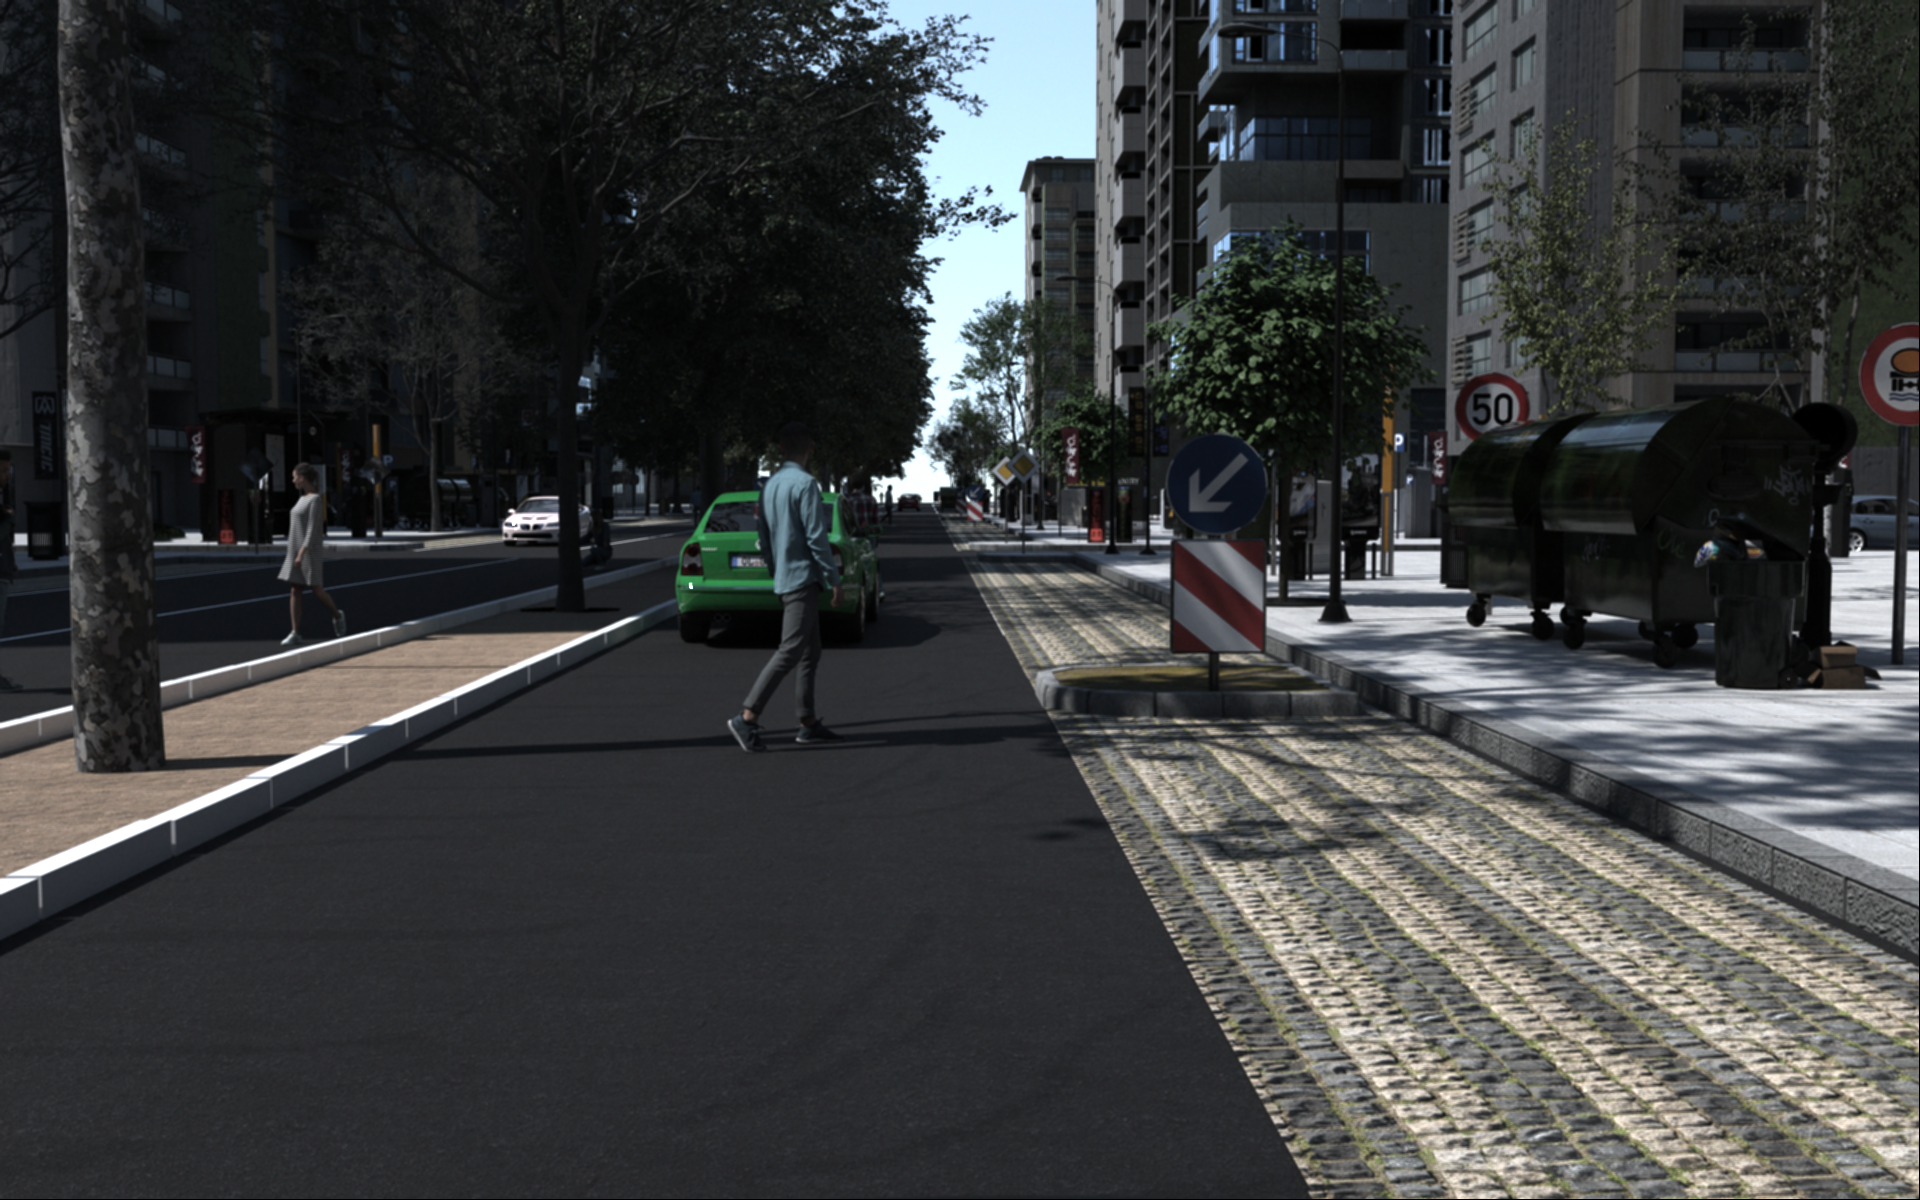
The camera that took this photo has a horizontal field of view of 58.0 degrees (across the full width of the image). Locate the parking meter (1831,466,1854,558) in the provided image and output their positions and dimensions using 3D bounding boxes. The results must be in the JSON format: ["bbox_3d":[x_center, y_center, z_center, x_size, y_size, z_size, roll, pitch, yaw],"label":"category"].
[{"bbox_3d":[17.726,-1.785,34.903,0.255,1.863,0.399,-2,4,-31],"label":"parking meter"}]

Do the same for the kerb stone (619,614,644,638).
[{"bbox_3d":[-3.377,0.281,17.602,0.120,0.150,1.000,0,4,-1],"label":"kerb stone"}]

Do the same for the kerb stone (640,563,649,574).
[{"bbox_3d":[-5.740,-0.534,30.923,0.120,0.150,1.000,0,4,-1],"label":"kerb stone"}]

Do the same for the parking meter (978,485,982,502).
[{"bbox_3d":[1.358,-6.742,115.946,0.255,1.863,0.399,0,4,5],"label":"parking meter"}]

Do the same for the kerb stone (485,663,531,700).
[{"bbox_3d":[-3.284,0.595,12.476,0.120,0.150,1.000,0,4,-1],"label":"kerb stone"}]

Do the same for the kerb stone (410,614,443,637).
[{"bbox_3d":[-5.484,0.282,17.599,0.120,0.150,1.000,0,4,-1],"label":"kerb stone"}]

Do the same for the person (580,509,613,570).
[{"bbox_3d":[-6.832,-1.137,32.587,0.738,1.151,1.012,-3,5,-45],"label":"person"}]

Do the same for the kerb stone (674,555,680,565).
[{"bbox_3d":[-5.814,-0.785,35.023,0.120,0.150,1.000,0,4,-1],"label":"kerb stone"}]

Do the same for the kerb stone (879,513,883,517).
[{"bbox_3d":[-5.347,-5.897,118.615,0.120,0.150,1.000,0,4,-1],"label":"kerb stone"}]

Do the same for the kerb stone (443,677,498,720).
[{"bbox_3d":[-3.255,0.657,11.454,0.120,0.150,1.000,0,4,-1],"label":"kerb stone"}]

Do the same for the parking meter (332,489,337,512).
[{"bbox_3d":[-25.504,-3.825,70.948,0.372,1.533,0.369,0,3,0],"label":"parking meter"}]

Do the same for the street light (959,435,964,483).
[{"bbox_3d":[0.892,-10.016,136.309,1.470,5.913,1.316,0,4,-1],"label":"street light"}]

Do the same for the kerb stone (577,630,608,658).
[{"bbox_3d":[-3.341,0.406,15.552,0.120,0.150,1.000,0,4,-1],"label":"kerb stone"}]

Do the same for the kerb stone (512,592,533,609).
[{"bbox_3d":[-5.558,0.030,21.699,0.120,0.150,1.000,0,4,-1],"label":"kerb stone"}]

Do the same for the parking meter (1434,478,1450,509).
[{"bbox_3d":[15.686,-3.084,56.131,0.399,1.863,0.255,-1,4,-9],"label":"parking meter"}]

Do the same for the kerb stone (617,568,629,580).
[{"bbox_3d":[-5.702,-0.407,28.874,0.120,0.150,1.000,0,4,-1],"label":"kerb stone"}]

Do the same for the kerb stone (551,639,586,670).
[{"bbox_3d":[-3.315,0.469,14.530,0.120,0.150,1.000,0,4,-1],"label":"kerb stone"}]

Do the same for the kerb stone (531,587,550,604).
[{"bbox_3d":[-5.580,-0.032,22.724,0.120,0.150,1.000,0,4,-1],"label":"kerb stone"}]

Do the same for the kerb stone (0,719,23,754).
[{"bbox_3d":[-5.316,0.784,9.403,0.120,0.150,1.000,0,4,-1],"label":"kerb stone"}]

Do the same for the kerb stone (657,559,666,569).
[{"bbox_3d":[-5.775,-0.655,32.972,0.120,0.150,1.000,0,4,-1],"label":"kerb stone"}]

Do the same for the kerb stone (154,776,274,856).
[{"bbox_3d":[-3.172,0.915,7.347,0.120,0.150,1.000,0,4,-1],"label":"kerb stone"}]

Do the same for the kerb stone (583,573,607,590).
[{"bbox_3d":[-5.661,-0.283,26.828,0.120,0.150,1.000,0,4,-1],"label":"kerb stone"}]

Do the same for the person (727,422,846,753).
[{"bbox_3d":[-0.994,-0.088,9.808,0.748,1.841,0.638,-1,4,-23],"label":"person"}]

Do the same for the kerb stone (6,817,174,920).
[{"bbox_3d":[-3.158,0.971,6.325,0.120,0.150,1.000,0,4,-1],"label":"kerb stone"}]

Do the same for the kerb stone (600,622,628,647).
[{"bbox_3d":[-3.351,0.344,16.574,0.120,0.150,1.000,0,4,-1],"label":"kerb stone"}]

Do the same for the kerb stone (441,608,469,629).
[{"bbox_3d":[-5.500,0.218,18.624,0.120,0.150,1.000,0,4,-1],"label":"kerb stone"}]

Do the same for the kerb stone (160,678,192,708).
[{"bbox_3d":[-5.368,0.657,11.450,0.120,0.150,1.000,0,4,-1],"label":"kerb stone"}]

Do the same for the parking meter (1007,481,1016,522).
[{"bbox_3d":[2.317,-4.485,79.040,0.399,1.863,0.255,-3,4,-37],"label":"parking meter"}]

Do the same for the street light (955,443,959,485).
[{"bbox_3d":[0.490,-11.275,156.881,1.470,5.913,1.316,0,4,-1],"label":"street light"}]

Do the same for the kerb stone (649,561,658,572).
[{"bbox_3d":[-5.759,-0.597,31.950,0.120,0.150,1.000,0,4,-1],"label":"kerb stone"}]

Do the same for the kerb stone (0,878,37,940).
[{"bbox_3d":[-3.136,1.037,5.302,0.120,0.150,1.000,0,4,-1],"label":"kerb stone"}]

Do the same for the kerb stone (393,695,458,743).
[{"bbox_3d":[-3.238,0.722,10.430,0.120,0.150,1.000,0,4,-1],"label":"kerb stone"}]

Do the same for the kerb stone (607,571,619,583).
[{"bbox_3d":[-5.678,-0.344,27.851,0.120,0.150,1.000,0,4,-1],"label":"kerb stone"}]

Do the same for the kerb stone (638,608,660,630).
[{"bbox_3d":[-3.395,0.219,18.627,0.120,0.150,1.000,0,4,-1],"label":"kerb stone"}]

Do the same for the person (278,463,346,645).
[{"bbox_3d":[-6.264,-0.454,16.676,0.466,1.731,0.760,1,4,17],"label":"person"}]

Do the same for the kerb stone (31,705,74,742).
[{"bbox_3d":[-5.337,0.722,10.425,0.120,0.150,1.000,0,4,-1],"label":"kerb stone"}]

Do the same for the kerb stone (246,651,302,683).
[{"bbox_3d":[-5.396,0.535,13.503,0.120,0.150,1.000,0,4,-1],"label":"kerb stone"}]

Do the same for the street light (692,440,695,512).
[{"bbox_3d":[-18.068,-9.090,121.168,1.470,5.913,1.316,0,4,-1],"label":"street light"}]

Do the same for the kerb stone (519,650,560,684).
[{"bbox_3d":[-3.303,0.532,13.508,0.120,0.150,1.000,0,4,-1],"label":"kerb stone"}]

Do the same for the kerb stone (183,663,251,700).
[{"bbox_3d":[-5.381,0.594,12.479,0.120,0.150,1.000,0,4,-1],"label":"kerb stone"}]

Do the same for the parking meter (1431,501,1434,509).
[{"bbox_3d":[17.274,-3.490,62.774,0.255,1.863,0.399,0,4,-7],"label":"parking meter"}]

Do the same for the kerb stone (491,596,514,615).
[{"bbox_3d":[-5.538,0.093,20.677,0.120,0.150,1.000,0,4,-1],"label":"kerb stone"}]

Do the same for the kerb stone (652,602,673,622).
[{"bbox_3d":[-3.424,0.156,19.649,0.120,0.150,1.000,0,4,-1],"label":"kerb stone"}]

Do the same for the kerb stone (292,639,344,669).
[{"bbox_3d":[-5.421,0.469,14.525,0.120,0.150,1.000,0,4,-1],"label":"kerb stone"}]

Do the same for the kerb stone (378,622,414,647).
[{"bbox_3d":[-5.457,0.344,16.577,0.120,0.150,1.000,0,4,-1],"label":"kerb stone"}]

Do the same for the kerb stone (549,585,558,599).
[{"bbox_3d":[-5.597,-0.095,23.746,0.120,0.150,1.000,0,4,-1],"label":"kerb stone"}]

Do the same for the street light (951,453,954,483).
[{"bbox_3d":[0.038,-12.496,176.843,1.470,5.913,1.316,0,4,-1],"label":"street light"}]

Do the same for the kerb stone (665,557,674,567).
[{"bbox_3d":[-5.807,-0.722,34.000,0.120,0.150,1.000,0,4,-1],"label":"kerb stone"}]

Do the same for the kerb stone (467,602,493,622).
[{"bbox_3d":[-5.515,0.155,19.654,0.120,0.150,1.000,0,4,-1],"label":"kerb stone"}]

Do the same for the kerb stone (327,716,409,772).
[{"bbox_3d":[-3.218,0.782,9.406,0.120,0.150,1.000,0,4,-1],"label":"kerb stone"}]

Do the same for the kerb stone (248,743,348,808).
[{"bbox_3d":[-3.201,0.849,8.379,0.120,0.150,1.000,0,4,-1],"label":"kerb stone"}]

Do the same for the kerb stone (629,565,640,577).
[{"bbox_3d":[-5.713,-0.470,29.901,0.120,0.150,1.000,0,4,-1],"label":"kerb stone"}]

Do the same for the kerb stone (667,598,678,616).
[{"bbox_3d":[-3.438,0.093,20.680,0.120,0.150,1.000,0,4,-1],"label":"kerb stone"}]

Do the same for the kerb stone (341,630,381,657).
[{"bbox_3d":[-5.443,0.407,15.549,0.120,0.150,1.000,0,4,-1],"label":"kerb stone"}]

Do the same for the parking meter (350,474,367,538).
[{"bbox_3d":[-17.609,-2.753,50.730,0.399,1.863,0.255,1,4,23],"label":"parking meter"}]
